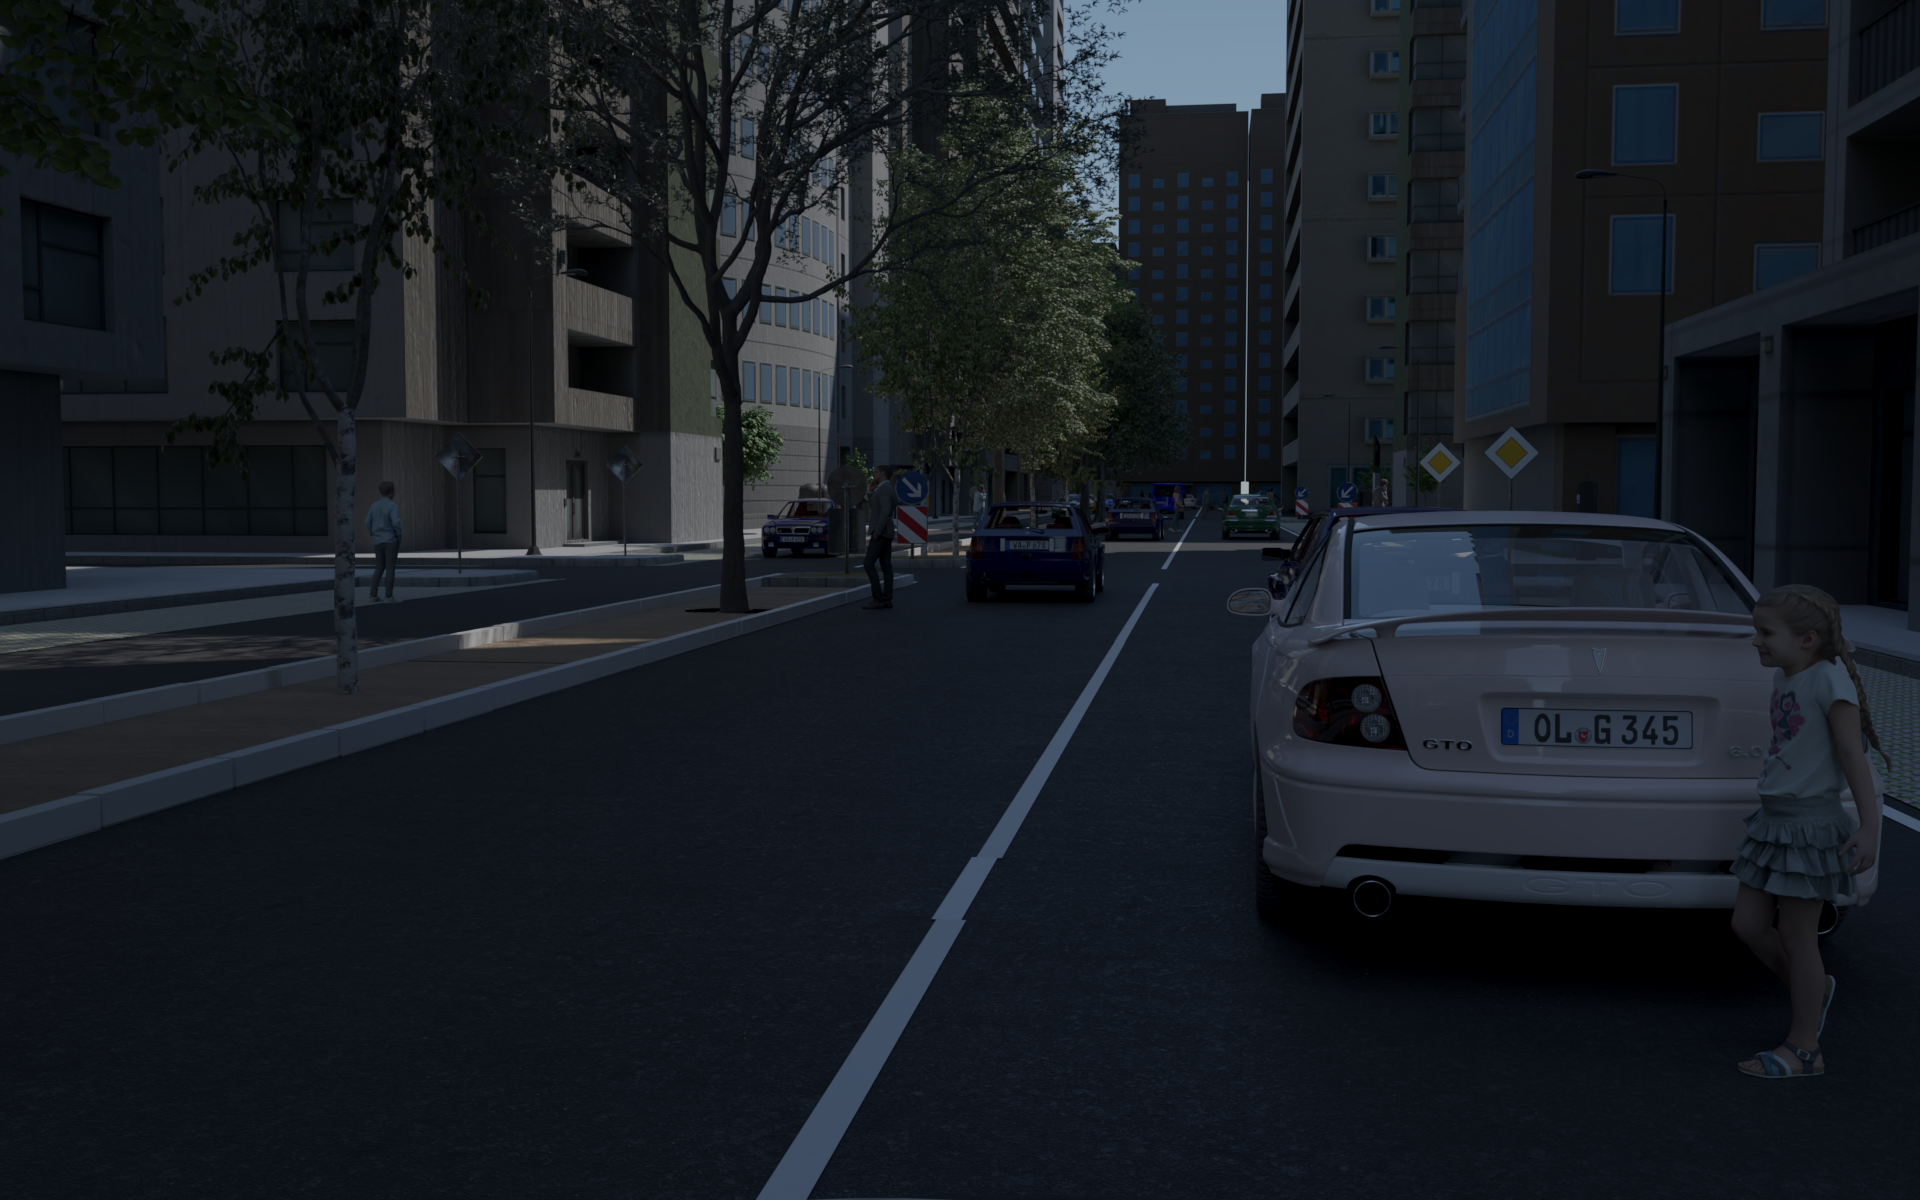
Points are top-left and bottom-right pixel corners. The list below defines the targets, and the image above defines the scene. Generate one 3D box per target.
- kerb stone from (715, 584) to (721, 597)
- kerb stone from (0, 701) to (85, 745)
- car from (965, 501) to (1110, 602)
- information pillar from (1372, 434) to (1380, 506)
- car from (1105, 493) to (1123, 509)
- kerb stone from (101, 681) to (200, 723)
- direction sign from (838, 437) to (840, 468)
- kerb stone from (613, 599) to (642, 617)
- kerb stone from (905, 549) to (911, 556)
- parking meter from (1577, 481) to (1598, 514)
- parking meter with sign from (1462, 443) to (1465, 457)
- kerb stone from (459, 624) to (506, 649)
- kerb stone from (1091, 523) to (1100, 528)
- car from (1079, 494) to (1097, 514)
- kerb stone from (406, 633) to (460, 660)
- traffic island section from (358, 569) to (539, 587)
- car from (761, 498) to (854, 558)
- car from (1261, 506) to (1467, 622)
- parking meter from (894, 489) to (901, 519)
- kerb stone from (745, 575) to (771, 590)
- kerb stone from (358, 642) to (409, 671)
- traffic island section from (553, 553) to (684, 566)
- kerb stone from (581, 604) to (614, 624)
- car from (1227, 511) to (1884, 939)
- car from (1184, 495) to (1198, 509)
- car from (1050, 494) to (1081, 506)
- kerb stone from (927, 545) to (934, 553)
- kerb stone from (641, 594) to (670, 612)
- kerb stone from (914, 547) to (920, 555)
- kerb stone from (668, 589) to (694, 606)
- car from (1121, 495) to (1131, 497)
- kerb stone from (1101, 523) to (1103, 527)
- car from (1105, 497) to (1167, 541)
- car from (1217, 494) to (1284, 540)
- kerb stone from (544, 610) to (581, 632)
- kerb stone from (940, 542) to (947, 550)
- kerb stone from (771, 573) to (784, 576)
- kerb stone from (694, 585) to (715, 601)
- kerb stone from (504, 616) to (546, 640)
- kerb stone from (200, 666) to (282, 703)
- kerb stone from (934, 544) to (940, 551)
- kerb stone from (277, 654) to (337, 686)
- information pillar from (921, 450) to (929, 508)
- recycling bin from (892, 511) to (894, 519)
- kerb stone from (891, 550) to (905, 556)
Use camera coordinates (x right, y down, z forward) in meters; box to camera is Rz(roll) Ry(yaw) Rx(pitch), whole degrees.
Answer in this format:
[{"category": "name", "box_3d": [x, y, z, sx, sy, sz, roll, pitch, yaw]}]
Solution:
[{"category": "kerb stone", "box_3d": [-3.397, -0.135, 24.444, 0.120, 0.150, 1.000, 1, 4, 8]}, {"category": "kerb stone", "box_3d": [-5.442, 0.732, 10.252, 0.120, 0.150, 1.000, 1, 4, 8]}, {"category": "car", "box_3d": [1.113, -0.720, 24.346, 1.945, 1.354, 3.894, 0, 4, 7]}, {"category": "information pillar", "box_3d": [16.224, -4.658, 67.520, 0.183, 3.616, 0.504, 3, 4, 37]}, {"category": "car", "box_3d": [14.833, -9.631, 167.056, 1.945, 1.707, 3.694, 1, 4, 9]}, {"category": "kerb stone", "box_3d": [-5.306, 0.669, 11.264, 0.120, 0.150, 1.000, 1, 4, 8]}, {"category": "direction sign", "box_3d": [-4.821, -4.714, 69.066, 0.379, 3.537, 0.876, 0, 4, -2]}, {"category": "kerb stone", "box_3d": [-3.989, 0.111, 20.386, 0.120, 0.150, 1.000, 1, 4, 8]}, {"category": "kerb stone", "box_3d": [-1.277, -1.038, 39.187, 0.120, 0.150, 1.000, 1, 4, 8]}, {"category": "parking meter", "box_3d": [12.130, -1.536, 33.522, 0.372, 1.533, 0.369, 0, 3, 0]}, {"category": "parking meter with sign", "box_3d": [16.968, -3.645, 55.864, 0.543, 3.016, 1.738, -1, 4, -23]}, {"category": "kerb stone", "box_3d": [-4.569, 0.364, 16.335, 0.120, 0.150, 1.000, 1, 4, 8]}, {"category": "kerb stone", "box_3d": [5.638, -3.069, 72.381, 0.120, 0.150, 1.000, 1, 4, 8]}, {"category": "car", "box_3d": [9.305, -7.199, 127.932, 2.015, 1.641, 3.980, 1, 4, 10]}, {"category": "kerb stone", "box_3d": [-4.720, 0.420, 15.323, 0.120, 0.150, 1.000, 1, 4, 8]}, {"category": "traffic island section", "box_3d": [-8.090, -0.347, 27.947, 2.009, 0.180, 2.903, 1, 4, 8]}, {"category": "car", "box_3d": [-3.413, -1.700, 40.381, 1.945, 1.354, 3.894, 1, 4, 9]}, {"category": "car", "box_3d": [3.575, -0.132, 14.733, 1.945, 1.354, 3.894, 0, 4, 7]}, {"category": "parking meter", "box_3d": [-3.223, -4.930, 89.023, 0.372, 1.533, 0.369, 0, 3, 0]}, {"category": "kerb stone", "box_3d": [-3.105, -0.260, 26.475, 0.120, 0.150, 1.000, 1, 4, 8]}, {"category": "kerb stone", "box_3d": [-4.860, 0.482, 14.311, 0.120, 0.150, 1.000, 1, 4, 8]}, {"category": "traffic island section", "box_3d": [-6.949, -0.830, 35.850, 2.009, 0.180, 2.903, 1, 4, 8]}, {"category": "kerb stone", "box_3d": [-4.126, 0.173, 19.370, 0.120, 0.150, 1.000, 1, 4, 8]}, {"category": "car", "box_3d": [2.134, 0.324, 7.066, 2.083, 1.381, 4.827, 1, 4, 9]}, {"category": "car", "box_3d": [21.297, -9.213, 162.992, 2.083, 1.381, 4.827, 1, 4, 10]}, {"category": "car", "box_3d": [6.545, -5.653, 104.222, 2.131, 1.459, 4.920, 0, 4, 8]}, {"category": "kerb stone", "box_3d": [-0.832, -1.225, 42.225, 0.120, 0.150, 1.000, 1, 4, 8]}, {"category": "kerb stone", "box_3d": [-3.834, 0.048, 21.406, 0.120, 0.150, 1.000, 1, 4, 8]}, {"category": "kerb stone", "box_3d": [-1.121, -1.101, 40.197, 0.120, 0.150, 1.000, 1, 4, 8]}, {"category": "kerb stone", "box_3d": [-3.688, -0.014, 22.417, 0.120, 0.150, 1.000, 1, 4, 8]}, {"category": "car", "box_3d": [16.627, -9.933, 174.981, 1.945, 1.354, 3.894, 0, 4, 7]}, {"category": "kerb stone", "box_3d": [5.931, -3.194, 74.418, 0.120, 0.150, 1.000, 1, 4, 8]}, {"category": "car", "box_3d": [5.519, -2.566, 54.530, 1.945, 1.354, 3.894, 1, 4, 9]}, {"category": "car", "box_3d": [9.378, -2.697, 55.900, 2.131, 1.459, 4.920, 1, 4, 9]}, {"category": "kerb stone", "box_3d": [-4.277, 0.235, 18.357, 0.120, 0.150, 1.000, 1, 4, 8]}, {"category": "kerb stone", "box_3d": [-0.537, -1.347, 44.253, 0.120, 0.150, 1.000, 1, 4, 8]}, {"category": "kerb stone", "box_3d": [-2.959, -0.324, 27.490, 0.120, 0.150, 1.000, 1, 4, 8]}, {"category": "kerb stone", "box_3d": [-3.544, -0.075, 23.429, 0.120, 0.150, 1.000, 1, 4, 8]}, {"category": "kerb stone", "box_3d": [-4.421, 0.297, 17.346, 0.120, 0.150, 1.000, 1, 4, 8]}, {"category": "kerb stone", "box_3d": [-5.146, 0.612, 12.281, 0.120, 0.150, 1.000, 1, 4, 8]}, {"category": "kerb stone", "box_3d": [-0.686, -1.285, 43.241, 0.120, 0.150, 1.000, 1, 4, 8]}, {"category": "kerb stone", "box_3d": [-5.000, 0.545, 13.292, 0.120, 0.150, 1.000, 1, 4, 8]}, {"category": "information pillar", "box_3d": [-1.865, -6.183, 92.451, 0.504, 3.616, 0.183, -3, 5, -44]}, {"category": "recycling bin", "box_3d": [-3.665, -4.759, 90.358, 0.722, 1.027, 0.722, 0, 4, 3]}, {"category": "kerb stone", "box_3d": [-1.419, -0.977, 38.172, 0.120, 0.150, 1.000, 1, 4, 8]}]
